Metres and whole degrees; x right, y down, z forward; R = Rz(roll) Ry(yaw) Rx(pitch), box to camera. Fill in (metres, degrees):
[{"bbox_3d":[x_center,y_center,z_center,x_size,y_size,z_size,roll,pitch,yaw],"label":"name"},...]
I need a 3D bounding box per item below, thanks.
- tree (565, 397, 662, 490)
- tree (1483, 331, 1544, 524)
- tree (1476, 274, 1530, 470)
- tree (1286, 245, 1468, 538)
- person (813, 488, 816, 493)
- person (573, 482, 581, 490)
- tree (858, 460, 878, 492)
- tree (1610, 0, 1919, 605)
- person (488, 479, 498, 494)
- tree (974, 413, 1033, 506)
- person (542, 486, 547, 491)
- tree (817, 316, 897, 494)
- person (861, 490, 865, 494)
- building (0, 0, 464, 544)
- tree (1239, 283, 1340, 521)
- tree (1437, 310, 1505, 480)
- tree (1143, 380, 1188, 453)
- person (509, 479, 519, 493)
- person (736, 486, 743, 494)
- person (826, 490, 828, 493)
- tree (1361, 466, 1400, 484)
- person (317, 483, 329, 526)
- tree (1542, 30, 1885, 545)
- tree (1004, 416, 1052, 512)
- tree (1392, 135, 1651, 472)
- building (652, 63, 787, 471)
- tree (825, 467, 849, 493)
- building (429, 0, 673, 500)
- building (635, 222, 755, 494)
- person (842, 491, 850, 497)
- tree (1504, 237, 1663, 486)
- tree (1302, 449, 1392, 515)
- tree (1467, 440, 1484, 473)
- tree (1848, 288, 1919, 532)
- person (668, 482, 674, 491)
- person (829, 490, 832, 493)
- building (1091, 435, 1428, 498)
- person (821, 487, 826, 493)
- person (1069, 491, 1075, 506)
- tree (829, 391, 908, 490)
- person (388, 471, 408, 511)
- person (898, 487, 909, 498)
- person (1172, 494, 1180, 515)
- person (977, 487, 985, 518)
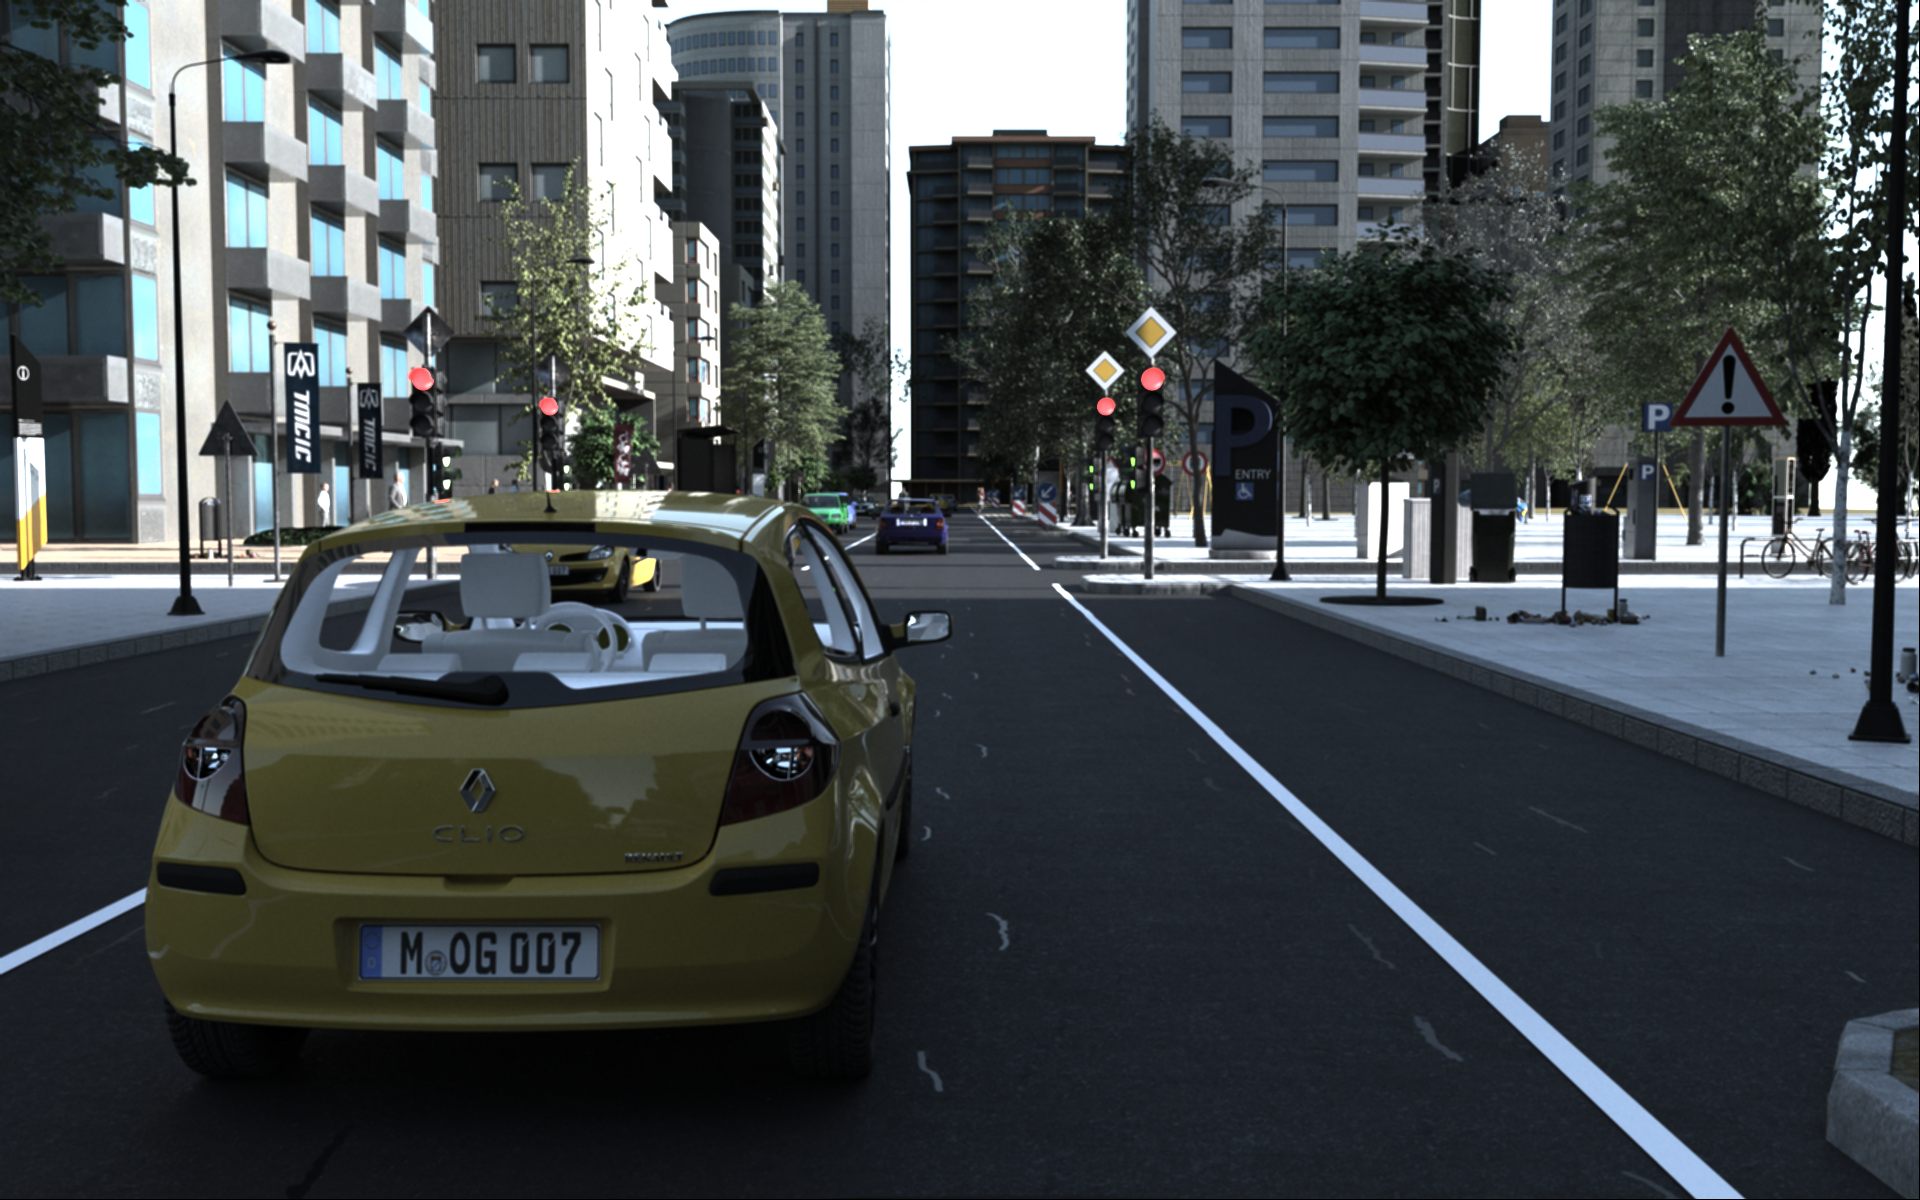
[{"bbox_3d":[-11.784,-4.571,58.451,4.285,4.588,4.351,0,3,0],"label":"tree"},{"bbox_3d":[27.497,-7.980,80.835,4.737,8.622,4.395,0,3,0],"label":"tree"},{"bbox_3d":[29.313,-10.489,89.630,7.486,12.596,7.792,0,3,0],"label":"tree"},{"bbox_3d":[11.397,-6.116,50.351,4.737,8.622,4.395,0,3,0],"label":"tree"},{"bbox_3d":[-13.569,-9.594,162.538,0.705,1.869,1.348,1,4,13],"label":"person"},{"bbox_3d":[-15.625,-3.975,71.314,0.573,1.790,0.520,1,4,22],"label":"person"},{"bbox_3d":[-9.380,-11.173,166.390,4.285,4.588,4.351,0,3,0],"label":"tree"},{"bbox_3d":[10.138,-4.268,20.147,4.737,8.622,4.395,0,3,0],"label":"tree"},{"bbox_3d":[-16.327,-3.324,60.604,0.699,1.804,1.509,-1,4,-10],"label":"person"},{"bbox_3d":[5.082,-16.270,184.145,7.486,12.596,7.792,0,3,0],"label":"tree"},{"bbox_3d":[-16.290,-3.673,67.914,0.589,1.601,0.330,-3,4,-38],"label":"person"},{"bbox_3d":[-8.708,-19.964,182.294,12.611,20.169,13.585,0,3,0],"label":"tree"},{"bbox_3d":[-6.595,-6.803,120.523,0.721,1.735,1.217,0,4,7],"label":"person"},{"bbox_3d":[-30.528,-26.654,55.406,23.786,49.044,30.456,0,3,0],"label":"building"},{"bbox_3d":[17.807,-9.695,84.265,9.928,11.665,9.643,0,3,0],"label":"tree"},{"bbox_3d":[20.023,-7.150,67.270,4.360,8.622,3.978,0,3,0],"label":"tree"},{"bbox_3d":[10.492,-8.918,96.169,4.360,8.622,3.978,0,3,0],"label":"tree"},{"bbox_3d":[-15.405,-3.278,59.901,0.793,1.790,0.793,-2,4,-30],"label":"person"},{"bbox_3d":[-14.480,-6.521,112.605,1.348,1.831,0.705,-3,4,-37],"label":"person"},{"bbox_3d":[-13.672,-10.409,176.964,0.721,1.736,1.217,-2,4,-35],"label":"person"},{"bbox_3d":[17.608,-7.644,75.340,4.360,8.622,3.978,0,3,0],"label":"tree"},{"bbox_3d":[-18.079,-2.533,49.265,0.330,1.601,0.589,0,4,4],"label":"person"},{"bbox_3d":[18.439,-7.621,42.725,7.486,12.596,7.792,0,3,0],"label":"tree"},{"bbox_3d":[4.905,-10.619,123.978,4.737,8.622,4.395,0,3,0],"label":"tree"},{"bbox_3d":[18.104,-9.068,58.636,12.009,13.543,11.850,0,3,0],"label":"tree"},{"bbox_3d":[-28.810,-28.696,161.069,23.993,40.220,32.217,0,3,0],"label":"building"},{"bbox_3d":[-8.871,-7.867,123.220,1.663,3.219,1.824,0,3,0],"label":"tree"},{"bbox_3d":[-30.585,-30.762,92.199,28.713,52.752,27.495,0,3,0],"label":"building"},{"bbox_3d":[-30.310,-17.100,124.620,27.650,21.520,28.899,0,3,0],"label":"building"},{"bbox_3d":[-9.800,-8.588,146.454,1.348,1.824,0.705,-3,4,-38],"label":"person"},{"bbox_3d":[18.299,-6.117,50.372,4.360,8.622,3.978,0,3,0],"label":"tree"},{"bbox_3d":[23.636,-11.365,103.939,7.486,12.596,7.792,0,3,0],"label":"tree"},{"bbox_3d":[31.893,-9.019,97.820,4.737,8.622,4.395,0,3,0],"label":"tree"},{"bbox_3d":[32.150,-6.619,58.579,4.360,8.622,3.978,0,3,0],"label":"tree"},{"bbox_3d":[-13.475,-4.565,80.682,0.388,1.821,0.555,1,4,21],"label":"person"},{"bbox_3d":[-13.496,-10.765,182.054,0.705,1.824,1.348,3,4,37],"label":"person"},{"bbox_3d":[26.434,-19.452,163.079,27.650,21.520,28.899,0,3,0],"label":"building"},{"bbox_3d":[-10.720,-7.854,134.546,1.350,1.814,0.705,3,4,38],"label":"person"},{"bbox_3d":[12.211,-11.075,190.101,0.750,1.759,0.617,-2,4,-25],"label":"person"},{"bbox_3d":[-8.467,-13.624,157.164,7.601,10.594,8.767,1,4,16],"label":"tree"},{"bbox_3d":[-12.281,-1.937,38.112,0.834,1.777,0.661,0,4,-5],"label":"person"},{"bbox_3d":[-3.009,-5.016,90.616,0.694,1.812,0.767,0,4,3],"label":"person"},{"bbox_3d":[13.018,-5.756,104.420,0.475,1.303,0.640,-2,4,-24],"label":"person"},{"bbox_3d":[1.219,-5.849,104.100,0.580,1.828,0.573,2,4,27],"label":"person"}]
